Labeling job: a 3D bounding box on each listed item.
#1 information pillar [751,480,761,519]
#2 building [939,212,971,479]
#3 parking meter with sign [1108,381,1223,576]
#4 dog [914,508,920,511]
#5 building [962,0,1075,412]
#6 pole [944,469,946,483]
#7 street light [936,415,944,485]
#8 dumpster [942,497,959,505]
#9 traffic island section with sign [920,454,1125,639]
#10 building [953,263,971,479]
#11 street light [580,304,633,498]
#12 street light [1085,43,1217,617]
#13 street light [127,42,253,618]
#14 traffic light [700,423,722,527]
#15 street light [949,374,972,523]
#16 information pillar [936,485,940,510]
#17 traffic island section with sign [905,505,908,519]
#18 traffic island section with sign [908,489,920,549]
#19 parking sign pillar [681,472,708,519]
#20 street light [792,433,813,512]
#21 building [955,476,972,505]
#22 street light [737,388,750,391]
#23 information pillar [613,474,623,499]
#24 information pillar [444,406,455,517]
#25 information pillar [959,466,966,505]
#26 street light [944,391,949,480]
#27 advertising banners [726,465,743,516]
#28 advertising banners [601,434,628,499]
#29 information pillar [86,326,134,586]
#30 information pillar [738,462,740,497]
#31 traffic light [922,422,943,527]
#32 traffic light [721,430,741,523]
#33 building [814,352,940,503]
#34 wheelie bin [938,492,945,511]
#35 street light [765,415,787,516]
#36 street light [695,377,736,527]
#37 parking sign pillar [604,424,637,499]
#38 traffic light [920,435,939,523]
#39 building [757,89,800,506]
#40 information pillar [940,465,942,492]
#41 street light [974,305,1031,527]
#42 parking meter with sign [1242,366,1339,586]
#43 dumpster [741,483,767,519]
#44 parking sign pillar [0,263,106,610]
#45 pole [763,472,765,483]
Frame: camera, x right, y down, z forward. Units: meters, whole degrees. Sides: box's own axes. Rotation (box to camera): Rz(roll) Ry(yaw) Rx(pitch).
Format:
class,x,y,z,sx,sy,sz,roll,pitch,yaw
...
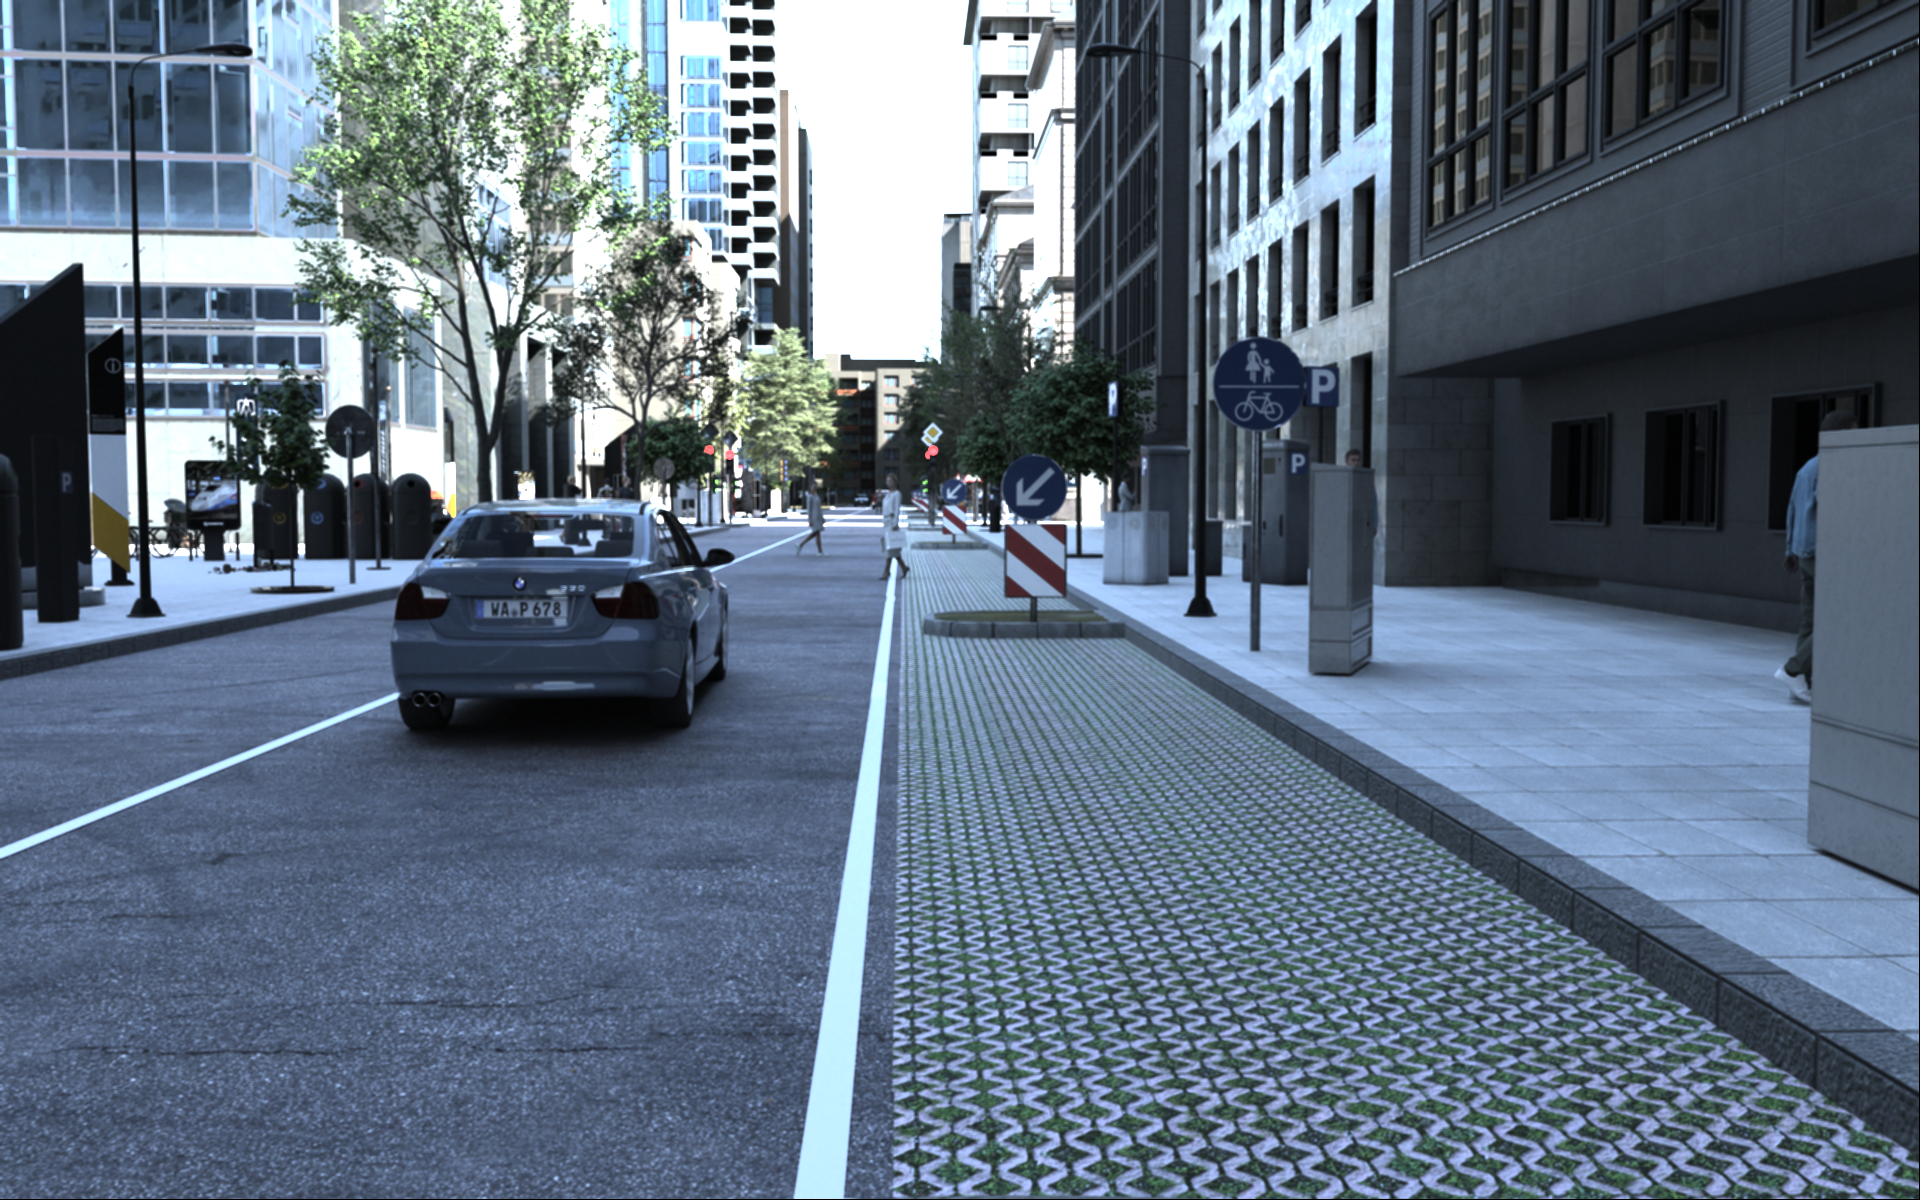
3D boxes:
class,x,y,z,sx,sy,sz,roll,pitch,yaw
information pillar,-12.036,-5.921,101.298,0.304,2.012,0.304,3,4,36
building,4.242,-34.276,244.004,14.086,41.232,14.154,0,4,-2
parking meter with sign,3.223,-1.884,27.066,1.738,3.016,0.543,-1,4,-10
dog,-3.474,-7.324,139.947,0.550,0.427,0.748,-3,5,-43
building,15.033,-35.857,175.507,28.713,52.752,27.495,0,4,-2
pole,-1.214,-8.993,140.875,0.158,3.312,0.155,0,3,0
street light,-0.725,-7.910,101.867,1.470,5.913,1.316,0,4,-2
dumpster,-0.426,-6.715,112.279,1.502,2.255,1.985,0,4,-2
traffic island section with sign,0.613,-0.574,18.012,1.989,1.847,2.006,0,4,-2
building,6.048,-27.253,217.294,14.160,30.474,14.107,0,4,-2
street light,-8.685,-4.273,42.397,1.470,5.913,1.316,0,4,-2
street light,1.990,-2.783,18.051,1.470,5.913,1.316,0,4,-2
street light,-7.982,-2.778,17.968,1.470,5.913,1.316,0,4,-2
traffic light,-9.731,-4.808,67.533,0.839,4.253,0.868,0,4,-2
street light,0.429,-5.792,67.241,1.470,5.913,1.316,0,4,-2
information pillar,-1.764,-8.338,140.810,0.304,2.012,0.304,0,4,-7
traffic island section with sign,-2.098,-5.622,100.549,1.989,1.847,2.006,0,4,-2
traffic island section with sign,-0.282,-2.240,45.253,1.989,1.847,2.006,0,4,-2
parking sign pillar,-13.949,-6.279,91.138,1.447,3.967,1.447,1,4,9
street light,-11.550,-9.394,126.126,1.470,5.913,1.316,0,4,-2
building,9.872,-46.519,198.841,20.563,71.187,20.611,0,4,-2
street light,-9.910,-6.343,76.244,1.470,5.913,1.316,0,4,-2
information pillar,-12.672,-3.666,64.424,0.304,2.012,0.304,-3,5,-41
information pillar,-13.574,-3.346,46.065,0.183,3.616,0.504,-2,4,-35
information pillar,0.163,-6.627,99.700,0.504,3.616,0.183,-3,5,-43
street light,0.138,-6.398,77.156,1.470,5.913,1.316,0,4,-2
advertising banners,-13.597,-6.556,103.374,0.090,3.025,2.074,2,4,33
advertising banners,-9.907,-3.279,49.797,0.090,3.025,2.074,1,4,10
information pillar,-11.863,-2.006,24.150,0.504,3.616,0.183,-3,5,-41
information pillar,-16.091,-8.247,126.186,0.183,3.616,0.504,-1,4,-13
traffic light,-1.075,-4.826,67.832,0.839,4.253,0.868,0,4,-2
traffic light,-9.994,-5.296,75.514,0.839,4.253,0.868,0,4,-2
building,-17.580,-24.877,251.777,28.899,21.520,27.650,0,4,-2
wheelie bin,-1.268,-7.620,132.496,0.693,1.594,0.980,-2,4,-31
street light,-10.801,-7.874,101.273,1.470,5.913,1.316,0,4,-2
street light,-9.552,-5.766,66.821,1.470,5.913,1.316,0,4,-2
parking sign pillar,-13.044,-4.795,66.871,1.447,3.967,1.447,1,4,14
traffic light,-1.338,-5.315,75.813,0.839,4.253,0.868,0,4,-2
building,-24.858,-32.894,187.930,14.600,45.320,14.200,0,4,-2
information pillar,-1.554,-9.077,139.768,0.183,3.616,0.504,0,4,4
street light,1.171,-4.298,42.813,1.470,5.913,1.316,0,4,-2
parking meter with sign,4.609,-1.730,24.544,0.543,3.016,1.738,-2,4,-24
dumpster,-10.875,-5.226,91.204,1.264,1.857,1.865,0,4,-2
parking sign pillar,-10.607,-1.913,19.750,1.447,3.967,1.447,1,4,17
pole,-16.776,-9.480,148.843,0.158,3.312,0.155,0,3,0
